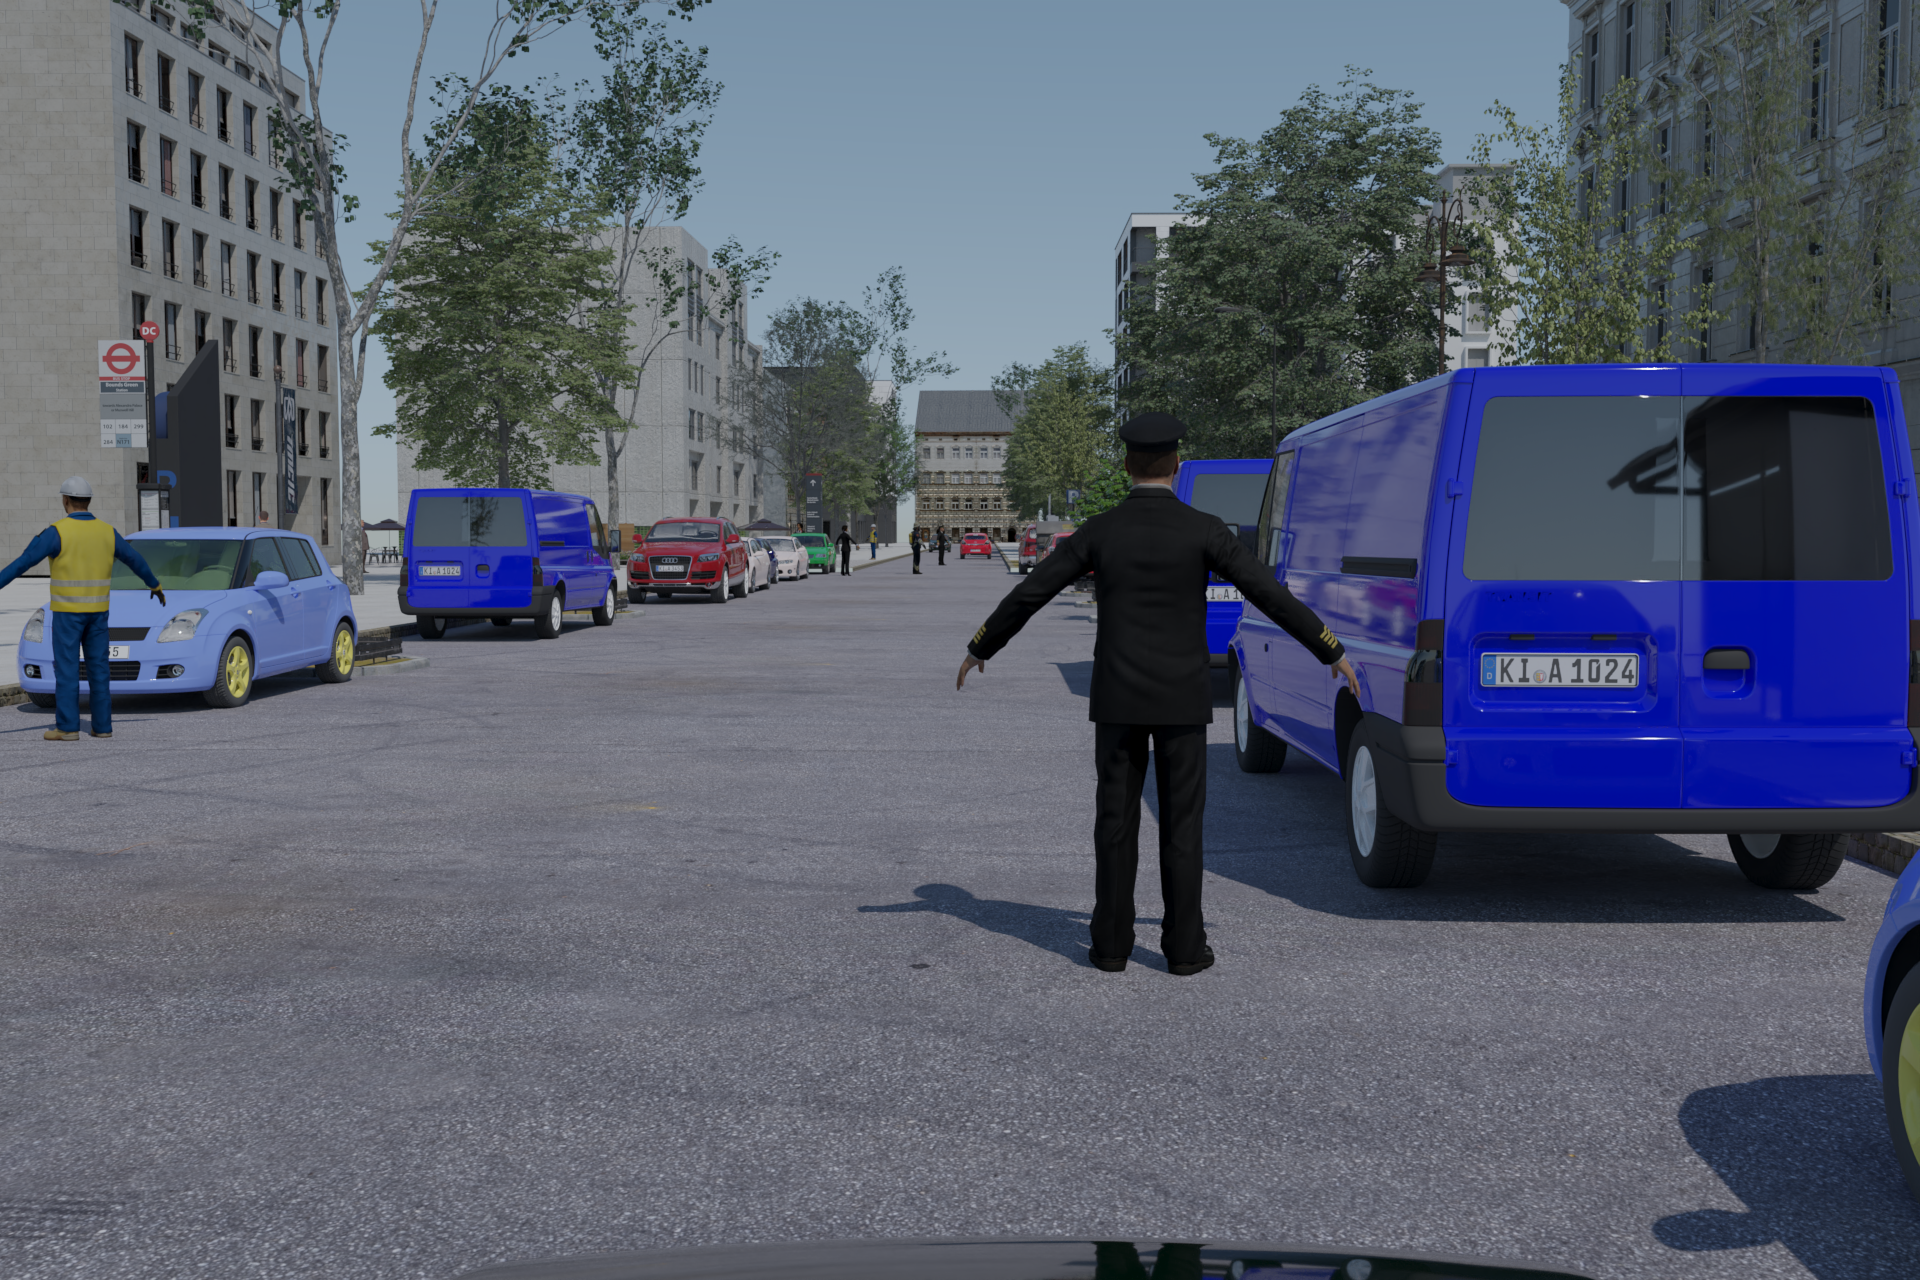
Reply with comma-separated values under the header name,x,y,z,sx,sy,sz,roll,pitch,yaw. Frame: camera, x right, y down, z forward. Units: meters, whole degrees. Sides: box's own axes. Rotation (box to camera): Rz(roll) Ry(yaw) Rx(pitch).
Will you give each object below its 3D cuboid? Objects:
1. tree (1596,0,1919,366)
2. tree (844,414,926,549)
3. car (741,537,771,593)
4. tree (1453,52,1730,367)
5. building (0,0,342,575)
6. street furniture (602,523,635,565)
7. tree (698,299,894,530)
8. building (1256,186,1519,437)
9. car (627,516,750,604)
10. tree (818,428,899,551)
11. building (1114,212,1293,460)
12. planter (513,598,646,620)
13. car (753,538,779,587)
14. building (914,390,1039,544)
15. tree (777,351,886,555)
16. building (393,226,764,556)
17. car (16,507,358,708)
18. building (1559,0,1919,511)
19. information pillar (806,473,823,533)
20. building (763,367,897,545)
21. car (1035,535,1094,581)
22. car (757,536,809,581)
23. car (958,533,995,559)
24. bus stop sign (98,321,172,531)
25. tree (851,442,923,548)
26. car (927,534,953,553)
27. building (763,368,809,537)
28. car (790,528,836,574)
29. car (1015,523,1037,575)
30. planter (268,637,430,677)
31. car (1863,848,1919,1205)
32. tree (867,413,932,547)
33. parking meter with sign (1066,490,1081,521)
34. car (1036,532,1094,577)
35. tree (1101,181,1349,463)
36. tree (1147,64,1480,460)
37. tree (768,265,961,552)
name,x,y,z,sx,sy,sz,roll,pitch,yaw
tree,8.821,-4.216,19.299,4.360,8.622,3.978,0,3,0
tree,-7.035,-13.453,145.705,9.928,11.665,9.643,0,3,0
car,-5.867,-1.897,43.383,2.083,1.381,4.827,0,4,1
tree,9.697,-4.726,27.635,4.737,8.622,4.395,0,3,0
building,-29.192,-12.483,57.984,10.420,20.400,16.860,0,4,1
street furniture,-15.257,-4.022,72.610,11.010,1.723,9.812,-2,4,-30
tree,-8.507,-11.061,91.214,12.009,13.543,11.850,0,3,0
building,22.467,-14.947,100.805,16.016,20.090,11.380,0,4,1
car,-5.808,-1.759,37.425,2.281,1.827,5.304,0,4,1
tree,-8.277,-12.226,134.304,7.601,10.594,8.767,-2,4,-32
building,25.039,-17.281,126.519,27.936,21.610,32.646,0,4,1
planter,-6.517,-0.537,29.926,1.991,0.319,1.994,0,4,1
car,-6.123,-2.198,48.512,1.945,1.354,3.894,0,4,1
building,2.911,-26.251,262.596,18.063,23.208,19.493,0,4,3
tree,-7.970,-11.573,107.338,7.486,12.596,7.792,0,3,0
building,-23.804,-15.250,115.791,16.747,18.905,31.486,0,4,2
car,-6.769,-0.355,15.398,1.945,1.707,3.694,0,4,1
building,27.489,-15.840,35.401,17.030,29.872,44.131,0,4,1
information pillar,-6.237,-5.185,74.149,0.750,3.857,0.750,0,4,2
building,-23.000,-23.463,227.587,27.936,21.610,32.646,0,4,1
car,3.369,-2.683,54.091,2.015,1.641,3.980,0,4,1
car,-5.815,-2.561,54.238,2.083,1.381,4.827,0,4,1
car,0.921,-5.548,99.747,2.155,1.783,4.494,0,4,1
bus stop sign,-10.363,-2.024,21.794,0.855,3.939,0.416,0,3,0
tree,-7.353,-13.526,155.558,8.767,10.594,7.601,0,4,5
car,-1.567,-7.708,135.806,2.009,1.686,4.222,0,4,1
building,-27.035,-21.904,189.057,19.493,23.208,18.063,0,4,2
car,-5.519,-3.317,63.035,1.959,1.807,4.718,0,4,1
car,3.137,-3.296,62.564,2.281,1.827,5.304,0,4,1
planter,-6.747,0.174,18.299,1.991,0.319,1.994,0,4,2
car,2.789,0.444,2.340,1.945,1.707,3.694,0,4,1
tree,-7.265,-15.831,169.198,12.009,13.543,11.850,0,3,0
parking meter with sign,4.449,-4.344,67.281,0.543,3.016,1.738,0,3,0
car,3.284,-2.492,49.791,2.155,1.783,4.494,0,4,1
tree,9.828,-9.653,64.482,9.857,13.997,8.962,0,3,0
tree,9.639,-8.694,48.805,9.857,13.997,8.962,0,3,0
tree,-6.807,-16.274,121.962,12.611,20.169,13.585,0,3,0
